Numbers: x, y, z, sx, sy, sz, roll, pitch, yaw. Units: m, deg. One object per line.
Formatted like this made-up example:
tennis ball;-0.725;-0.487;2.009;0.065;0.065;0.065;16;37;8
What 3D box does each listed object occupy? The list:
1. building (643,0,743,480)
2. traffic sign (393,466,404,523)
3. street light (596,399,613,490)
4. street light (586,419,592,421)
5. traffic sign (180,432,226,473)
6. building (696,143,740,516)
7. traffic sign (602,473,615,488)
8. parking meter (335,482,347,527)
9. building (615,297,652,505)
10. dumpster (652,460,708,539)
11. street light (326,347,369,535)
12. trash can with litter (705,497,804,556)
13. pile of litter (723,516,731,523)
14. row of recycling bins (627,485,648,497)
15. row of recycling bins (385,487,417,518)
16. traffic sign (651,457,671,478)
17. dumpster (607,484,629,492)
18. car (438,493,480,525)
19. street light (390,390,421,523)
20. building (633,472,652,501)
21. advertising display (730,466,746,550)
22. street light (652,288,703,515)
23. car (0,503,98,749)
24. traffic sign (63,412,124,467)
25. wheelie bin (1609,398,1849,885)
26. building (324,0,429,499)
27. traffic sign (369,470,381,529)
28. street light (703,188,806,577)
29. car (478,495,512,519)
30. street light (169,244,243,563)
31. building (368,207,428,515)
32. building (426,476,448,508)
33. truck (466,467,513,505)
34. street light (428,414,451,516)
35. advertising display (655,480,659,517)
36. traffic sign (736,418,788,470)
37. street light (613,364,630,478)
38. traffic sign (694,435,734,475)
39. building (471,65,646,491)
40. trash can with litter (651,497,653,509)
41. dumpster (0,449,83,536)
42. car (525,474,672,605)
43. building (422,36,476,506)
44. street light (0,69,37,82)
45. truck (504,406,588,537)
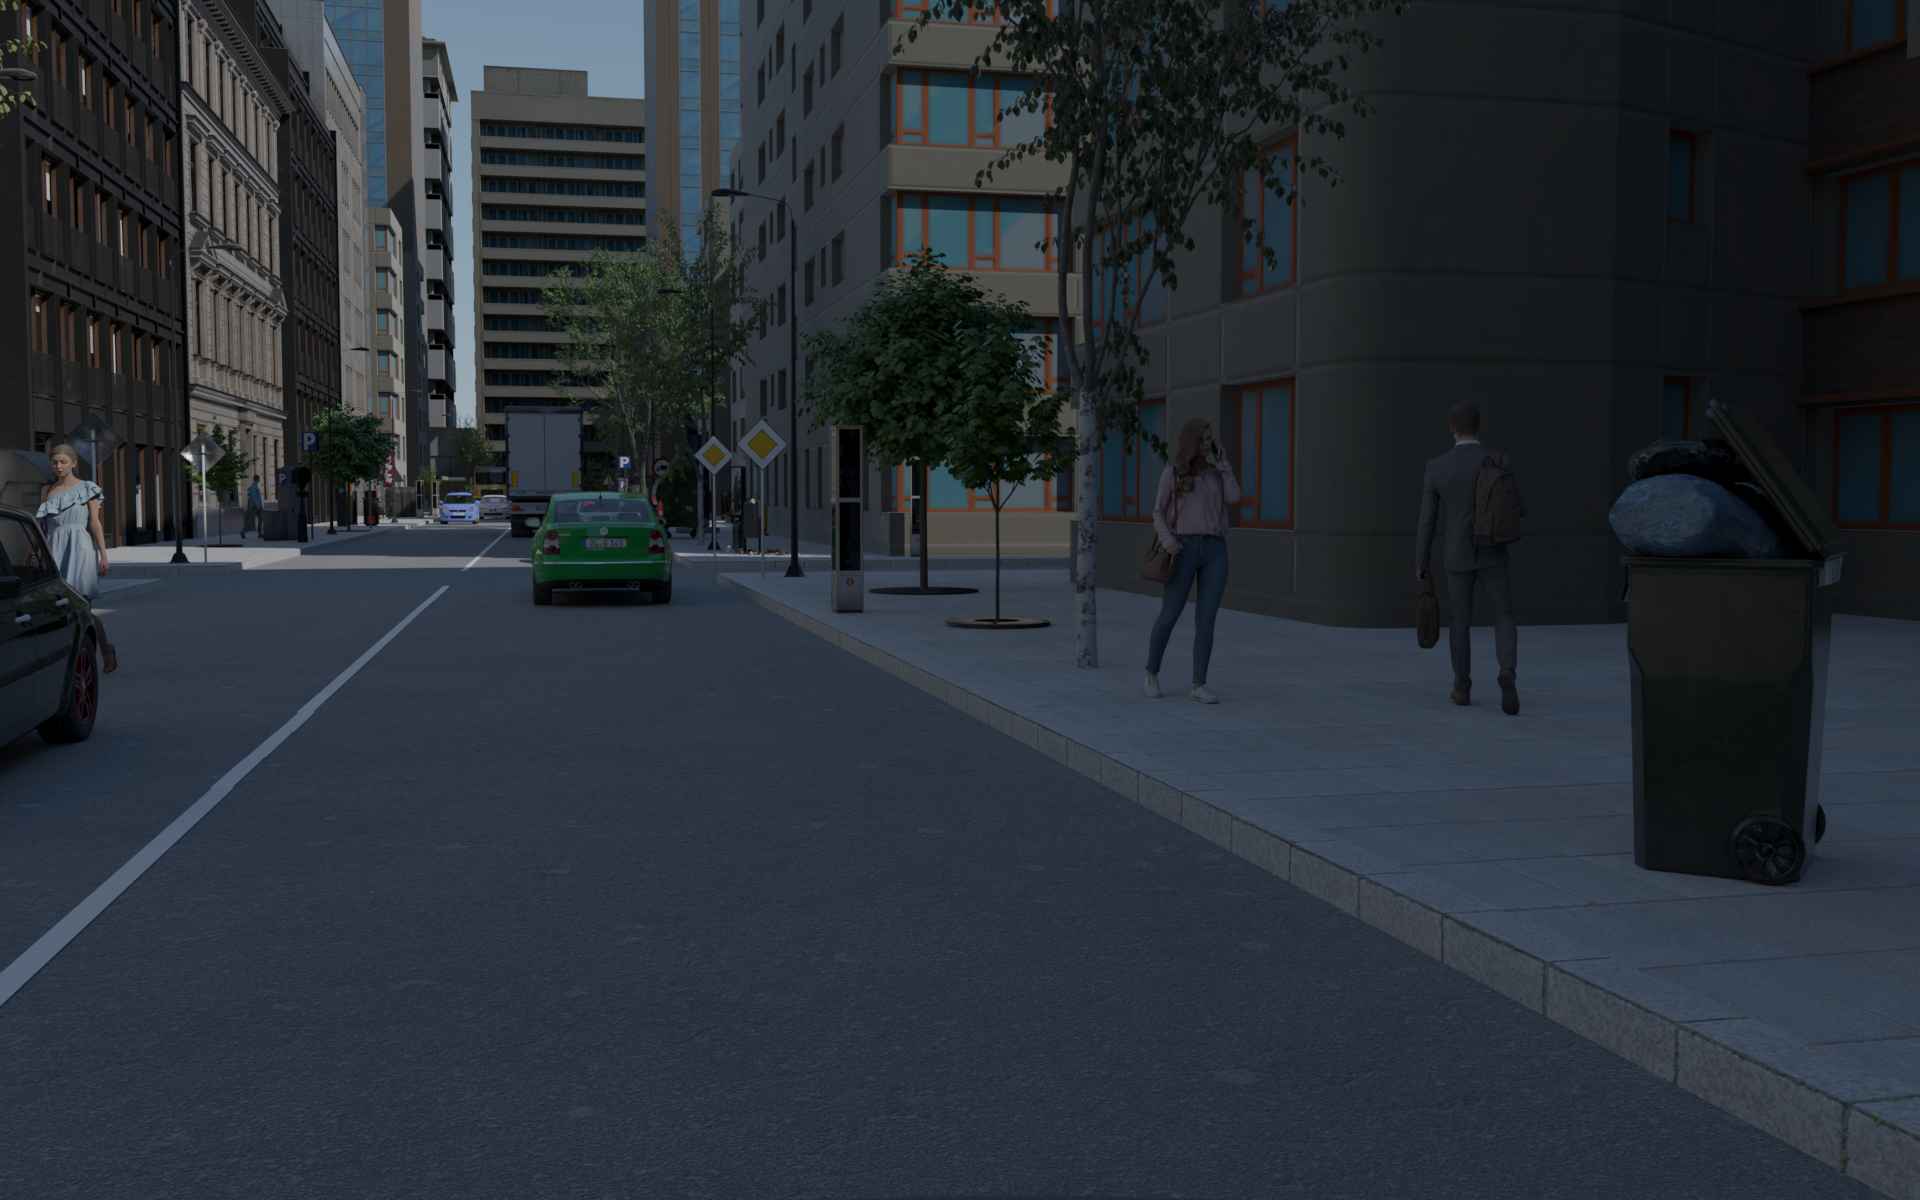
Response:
building;-14.747;-28.857;121.916;14.600;45.320;14.200;-1;4;-13
traffic sign;-25.007;-4.681;76.531;0.884;2.594;0.081;0;4;-5
street light;-17.044;-6.863;84.744;1.470;5.913;1.316;-1;4;-13
street light;-22.388;-8.236;107.193;1.470;5.913;1.316;-1;4;-13
traffic sign;-14.114;-1.842;32.311;0.795;2.593;0.064;-1;4;-13
building;0.223;-15.487;98.257;27.650;21.520;28.899;-1;4;-13
traffic sign;-21.537;-6.495;106.190;0.884;2.594;0.081;0;4;-5
parking meter;-24.387;-3.824;68.231;0.399;1.863;0.255;-2;4;-25
building;-18.906;-19.776;168.378;27.650;21.520;28.899;-1;4;-13
dumpster;-8.099;-2.913;50.113;1.502;2.255;1.985;-1;4;-13
street light;-19.364;-5.030;54.785;1.470;5.913;1.316;-1;4;-13
trash can with litter;-4.233;-1.562;36.602;1.678;1.210;2.233;-3;5;-45
pile of litter;-10.206;-3.925;78.144;1.176;0.858;1.719;2;4;29
row of recycling bins;-14.552;-4.344;78.130;1.069;1.692;3.534;-1;4;-11
row of recycling bins;-30.860;-5.450;96.221;1.069;1.692;3.534;0;4;6
traffic sign;-10.219;-3.636;59.548;0.768;2.556;0.104;-1;4;-13
dumpster;-18.350;-5.355;93.318;1.264;1.857;1.865;-1;4;-14
car;-23.847;-4.462;82.544;1.945;1.707;3.694;-1;4;-13
street light;-24.749;-6.412;77.373;1.470;5.913;1.316;-1;4;-13
building;-10.513;-27.571;142.666;32.217;40.220;23.993;-1;4;-13
advertising display;-5.082;-2.110;39.710;0.123;1.923;0.974;-1;4;-22
street light;-6.160;-4.087;39.369;1.470;5.913;1.316;-1;4;-13
car;-5.564;0.078;8.519;2.009;1.686;4.222;-1;4;-14
traffic sign;-12.266;-1.367;24.542;0.795;2.593;0.064;-1;4;-13
wheelie bin;2.631;0.119;5.958;0.693;1.594;0.980;2;4;32
building;-50.105;-29.807;137.458;14.600;45.320;14.200;-1;4;-13
traffic sign;-21.777;-3.904;63.936;0.768;2.556;0.104;-1;4;-8
street light;-3.093;-3.305;26.582;1.470;5.913;1.316;-1;4;-13
car;-26.838;-5.352;99.864;2.083;1.381;4.827;-1;4;-13
street light;-13.992;-3.647;32.162;1.470;5.913;1.316;-1;4;-13
building;-51.167;-16.562;115.825;27.650;21.520;28.899;-1;4;-13
building;-63.617;-30.981;161.169;28.867;44.769;22.147;-1;4;-13
truck;-33.421;-7.857;124.388;3.469;3.379;9.791;-1;4;-12
street light;-30.212;-7.830;100.569;1.470;5.913;1.316;-1;4;-13
advertising display;-14.307;-4.659;81.388;0.123;1.923;0.974;-1;4;-19
traffic sign;-3.024;-1.500;26.712;0.795;2.593;0.064;-1;4;-13
street light;-11.581;-5.491;62.322;1.470;5.913;1.316;-1;4;-13
traffic sign;-4.872;-1.975;34.481;0.795;2.593;0.064;-1;4;-13
building;-45.295;-35.355;201.753;21.600;48.544;21.300;-1;4;-13
trash can with litter;-16.017;-4.858;90.484;1.678;1.210;2.233;-2;4;-24
dumpster;-12.410;-1.039;22.749;1.264;1.857;1.865;-1;4;-13
car;-4.991;-0.922;23.879;1.959;1.807;4.718;-1;4;-14
building;-69.938;-37.293;198.981;27.495;52.752;28.713;-1;4;-13
street light;-10.782;-2.839;18.965;1.470;5.913;1.316;-1;4;-13
truck;-14.529;-4.412;61.050;2.839;4.237;11.283;-1;4;-12
